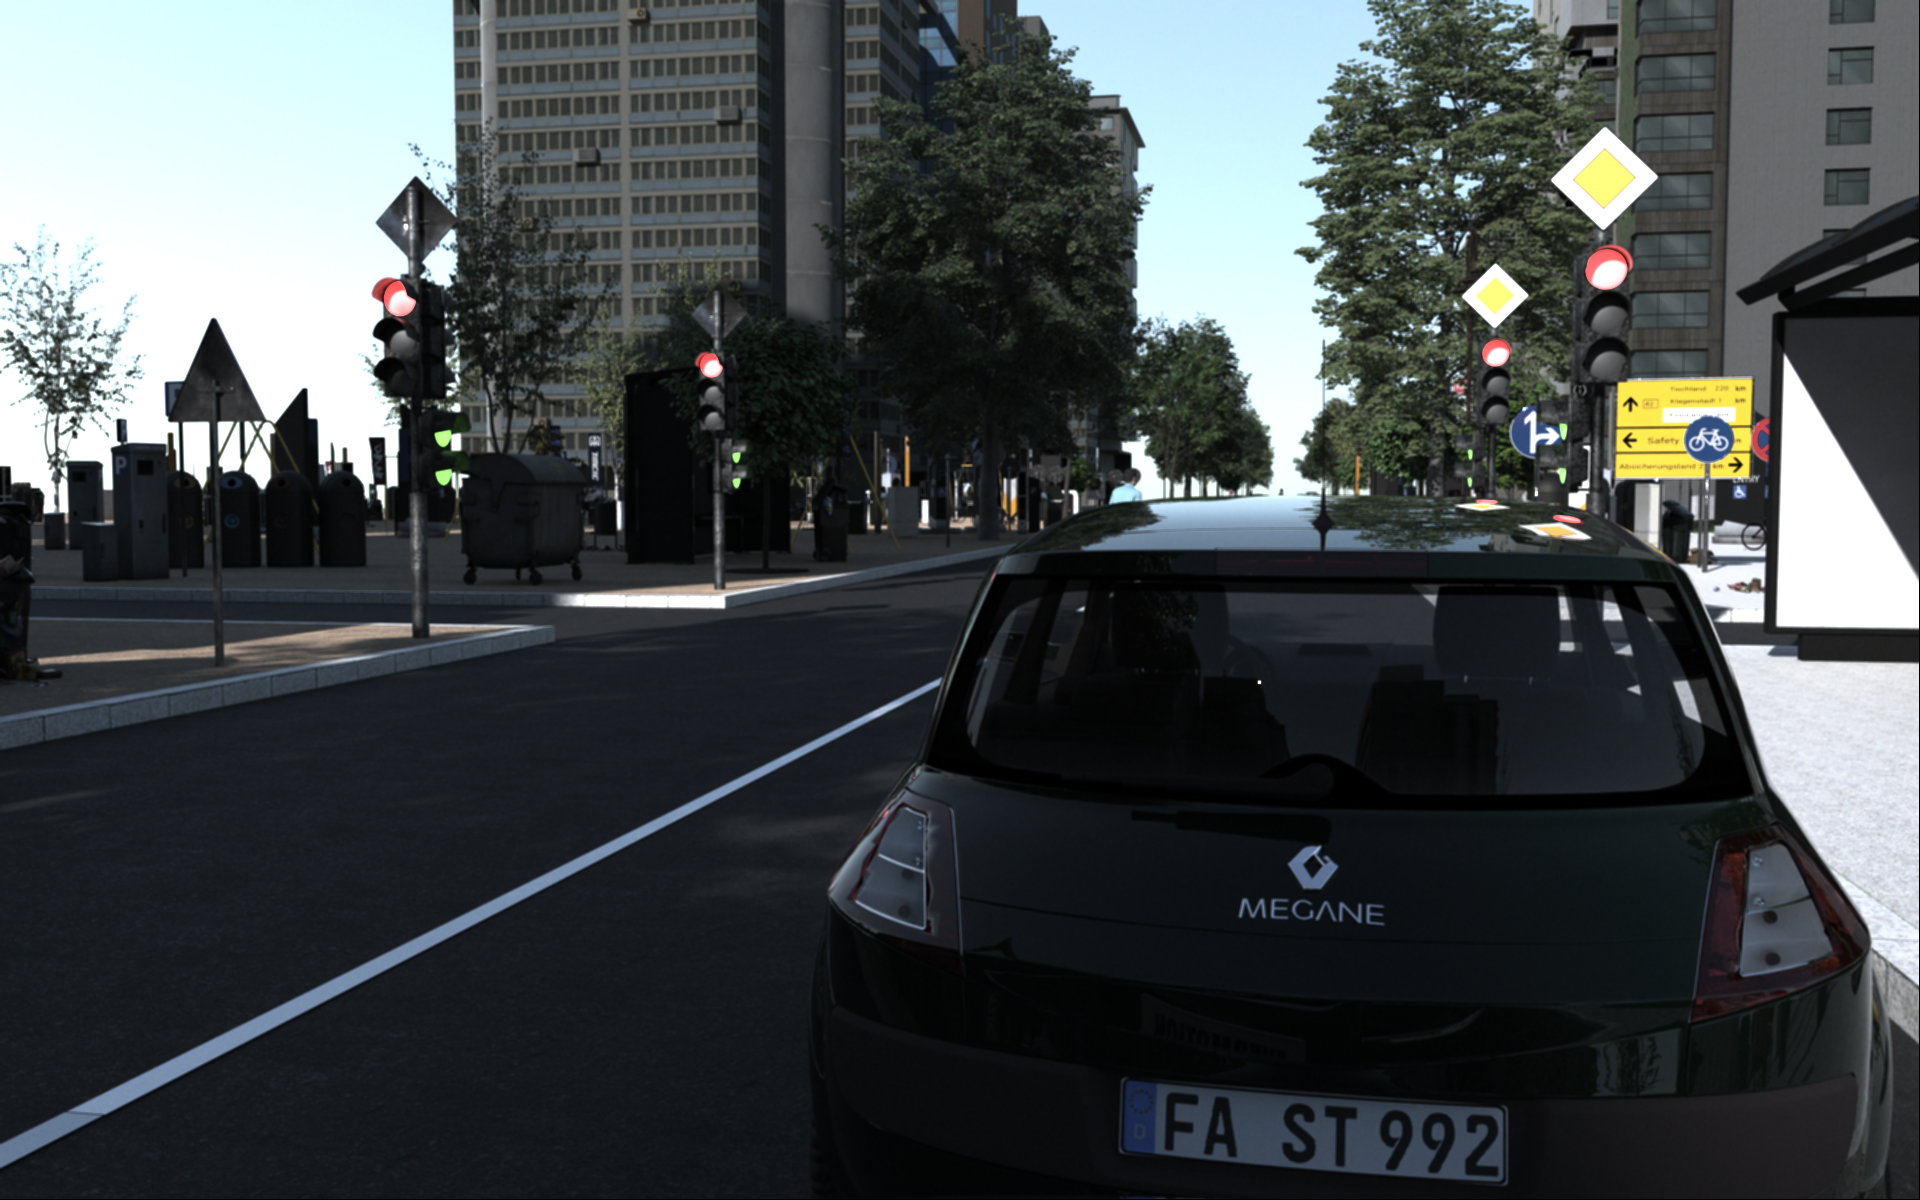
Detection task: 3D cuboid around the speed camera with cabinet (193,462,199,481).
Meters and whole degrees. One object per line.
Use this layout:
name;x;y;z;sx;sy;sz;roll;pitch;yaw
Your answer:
speed camera with cabinet;-48.283;-6.941;107.816;2.038;3.252;0.660;2;4;30

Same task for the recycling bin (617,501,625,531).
recycling bin;-11.584;-2.966;61.049;0.722;1.027;0.722;3;4;36

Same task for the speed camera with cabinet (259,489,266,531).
speed camera with cabinet;-23.589;-4.000;59.735;0.660;3.252;2.038;2;4;32

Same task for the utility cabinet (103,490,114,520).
utility cabinet;-41.641;-4.636;84.473;0.318;1.500;1.173;0;4;-2

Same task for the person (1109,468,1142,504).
person;2.452;-1.080;26.177;0.660;1.820;0.620;3;4;37

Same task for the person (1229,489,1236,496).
person;15.455;-5.461;98.455;0.551;1.740;0.621;3;5;40

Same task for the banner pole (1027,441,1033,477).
banner pole;3.256;-5.553;80.807;0.401;3.779;0.863;-1;4;-15

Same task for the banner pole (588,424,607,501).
banner pole;-12.974;-4.425;62.365;0.863;3.779;0.401;0;4;-4

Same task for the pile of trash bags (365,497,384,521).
pile of trash bags;-28.806;-4.500;83.321;1.912;1.369;3.447;-1;4;-11

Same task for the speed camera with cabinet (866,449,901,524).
speed camera with cabinet;-3.415;-4.914;74.687;0.660;3.252;2.038;3;5;40

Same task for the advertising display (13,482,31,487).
advertising display;-50.707;-5.411;93.676;0.974;1.923;0.123;0;4;7

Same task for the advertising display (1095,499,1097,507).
advertising display;6.893;-4.919;85.637;0.123;1.923;0.974;-1;4;-15

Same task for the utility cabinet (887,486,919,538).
utility cabinet;-1.677;-2.574;50.770;0.318;1.500;1.173;2;4;34

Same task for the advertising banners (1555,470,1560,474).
advertising banners;23.083;-4.172;64.399;2.074;3.025;0.090;1;4;12

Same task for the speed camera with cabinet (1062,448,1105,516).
speed camera with cabinet;5.166;-4.879;74.112;2.038;3.252;0.660;1;4;17

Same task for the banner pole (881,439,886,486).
banner pole;-3.494;-5.429;78.780;0.401;3.779;0.863;1;4;16

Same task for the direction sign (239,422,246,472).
direction sign;-15.858;-2.833;38.313;0.379;3.537;0.876;-2;4;-28

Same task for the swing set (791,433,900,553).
swing set;-3.255;-2.560;39.482;2.862;2.851;3.119;1;4;19

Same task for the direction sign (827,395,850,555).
direction sign;-2.549;-2.719;36.452;0.379;3.537;0.876;2;4;28

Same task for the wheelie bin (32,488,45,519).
wheelie bin;-46.662;-4.866;87.463;0.693;1.594;0.980;1;4;22

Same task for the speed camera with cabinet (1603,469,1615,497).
speed camera with cabinet;23.016;-4.148;62.159;0.660;3.252;2.038;2;4;31

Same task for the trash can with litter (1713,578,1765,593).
trash can with litter;10.800;-0.721;22.845;1.678;1.210;2.233;0;4;8

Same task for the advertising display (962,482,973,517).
advertising display;0.596;-5.499;95.117;0.974;1.923;0.123;1;4;9

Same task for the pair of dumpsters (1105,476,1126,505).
pair of dumpsters;8.297;-5.515;92.666;1.574;2.255;4.437;1;4;12

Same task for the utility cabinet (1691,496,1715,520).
utility cabinet;29.559;-3.534;68.945;1.020;1.237;0.306;-2;4;-28

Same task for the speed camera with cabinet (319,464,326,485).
speed camera with cabinet;-18.425;-3.379;49.577;0.660;3.252;2.038;-2;4;-24

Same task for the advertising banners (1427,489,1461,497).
advertising banners;15.061;-3.462;52.790;2.074;3.025;0.090;-2;4;-27

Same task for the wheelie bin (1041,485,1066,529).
wheelie bin;3.370;-3.412;63.698;0.980;1.594;0.693;-1;4;-21

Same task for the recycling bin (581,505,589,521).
recycling bin;-18.351;-4.383;84.221;0.722;1.027;0.722;-2;4;-25

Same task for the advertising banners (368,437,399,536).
advertising banners;-17.042;-3.472;52.957;2.074;3.025;0.090;0;4;3

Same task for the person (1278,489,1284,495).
person;23.356;-7.172;125.743;0.705;1.826;1.348;-2;4;-26

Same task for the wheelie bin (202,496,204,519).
wheelie bin;-37.200;-4.667;84.221;0.980;1.594;0.693;0;4;-4

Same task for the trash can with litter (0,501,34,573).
trash can with litter;-14.722;-0.946;26.855;0.624;1.170;1.055;-2;4;-27

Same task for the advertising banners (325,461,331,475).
advertising banners;-32.435;-5.813;91.236;2.074;3.025;0.090;0;4;6

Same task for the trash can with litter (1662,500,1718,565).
trash can with litter;13.386;-1.247;31.778;0.624;1.170;1.055;-2;4;-35

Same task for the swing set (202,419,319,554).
swing set;-14.282;-2.303;35.271;2.862;2.851;3.119;-1;4;-13

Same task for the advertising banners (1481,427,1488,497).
advertising banners;9.579;-2.163;31.549;0.090;3.025;2.074;1;4;19

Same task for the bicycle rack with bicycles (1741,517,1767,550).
bicycle rack with bicycles;19.562;-1.562;38.921;2.852;0.926;2.925;-2;4;-27

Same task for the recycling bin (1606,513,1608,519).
recycling bin;8.098;-0.643;23.061;0.722;1.027;0.722;-2;4;-30

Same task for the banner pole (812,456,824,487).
banner pole;-6.508;-5.440;78.963;0.863;3.779;0.401;-3;5;-39

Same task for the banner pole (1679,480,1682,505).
banner pole;30.008;-5.020;72.094;0.401;3.779;0.863;1;4;21

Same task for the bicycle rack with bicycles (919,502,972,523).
bicycle rack with bicycles;-0.850;-3.978;78.428;2.925;0.926;2.852;-2;4;-25

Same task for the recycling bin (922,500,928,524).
recycling bin;-1.151;-3.729;73.525;0.722;1.027;0.722;2;4;26

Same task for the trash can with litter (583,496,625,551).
trash can with litter;-7.689;-1.721;39.199;2.233;1.210;1.678;1;4;9

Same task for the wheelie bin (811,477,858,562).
wheelie bin;-2.452;-1.535;33.006;0.693;1.594;0.980;-1;4;-16

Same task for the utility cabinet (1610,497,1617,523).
utility cabinet;16.517;-2.053;44.732;1.020;1.237;0.306;-2;4;-35

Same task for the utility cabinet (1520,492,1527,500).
utility cabinet;18.555;-2.863;55.484;1.173;1.500;0.318;0;4;2

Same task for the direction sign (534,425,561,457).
direction sign;-13.614;-3.990;57.238;0.876;3.537;0.379;-2;4;-32

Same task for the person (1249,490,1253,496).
person;30.734;-10.648;182.684;0.705;1.814;1.350;3;5;42

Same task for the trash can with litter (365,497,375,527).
trash can with litter;-23.864;-3.478;67.921;1.678;1.210;2.233;3;5;41

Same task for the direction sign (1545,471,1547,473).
direction sign;15.714;-3.331;46.467;0.876;3.537;0.379;-2;4;-26

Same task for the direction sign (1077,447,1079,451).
direction sign;5.702;-5.631;84.063;0.379;3.537;0.876;1;4;8

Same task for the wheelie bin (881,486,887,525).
wheelie bin;-3.357;-3.875;71.263;0.980;1.594;0.693;1;4;16

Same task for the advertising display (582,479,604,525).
advertising display;-15.476;-4.145;72.981;0.974;1.923;0.123;-3;4;-38

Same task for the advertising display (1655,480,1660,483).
advertising display;25.390;-3.606;64.164;0.974;1.923;0.123;3;5;40

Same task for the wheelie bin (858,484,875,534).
wheelie bin;-3.309;-2.892;55.195;0.980;1.594;0.693;1;4;13

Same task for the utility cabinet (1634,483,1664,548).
utility cabinet;14.607;-1.714;36.701;0.318;1.500;1.173;0;4;8

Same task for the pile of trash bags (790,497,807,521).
pile of trash bags;-8.771;-4.530;83.823;3.447;1.369;1.912;3;4;37
